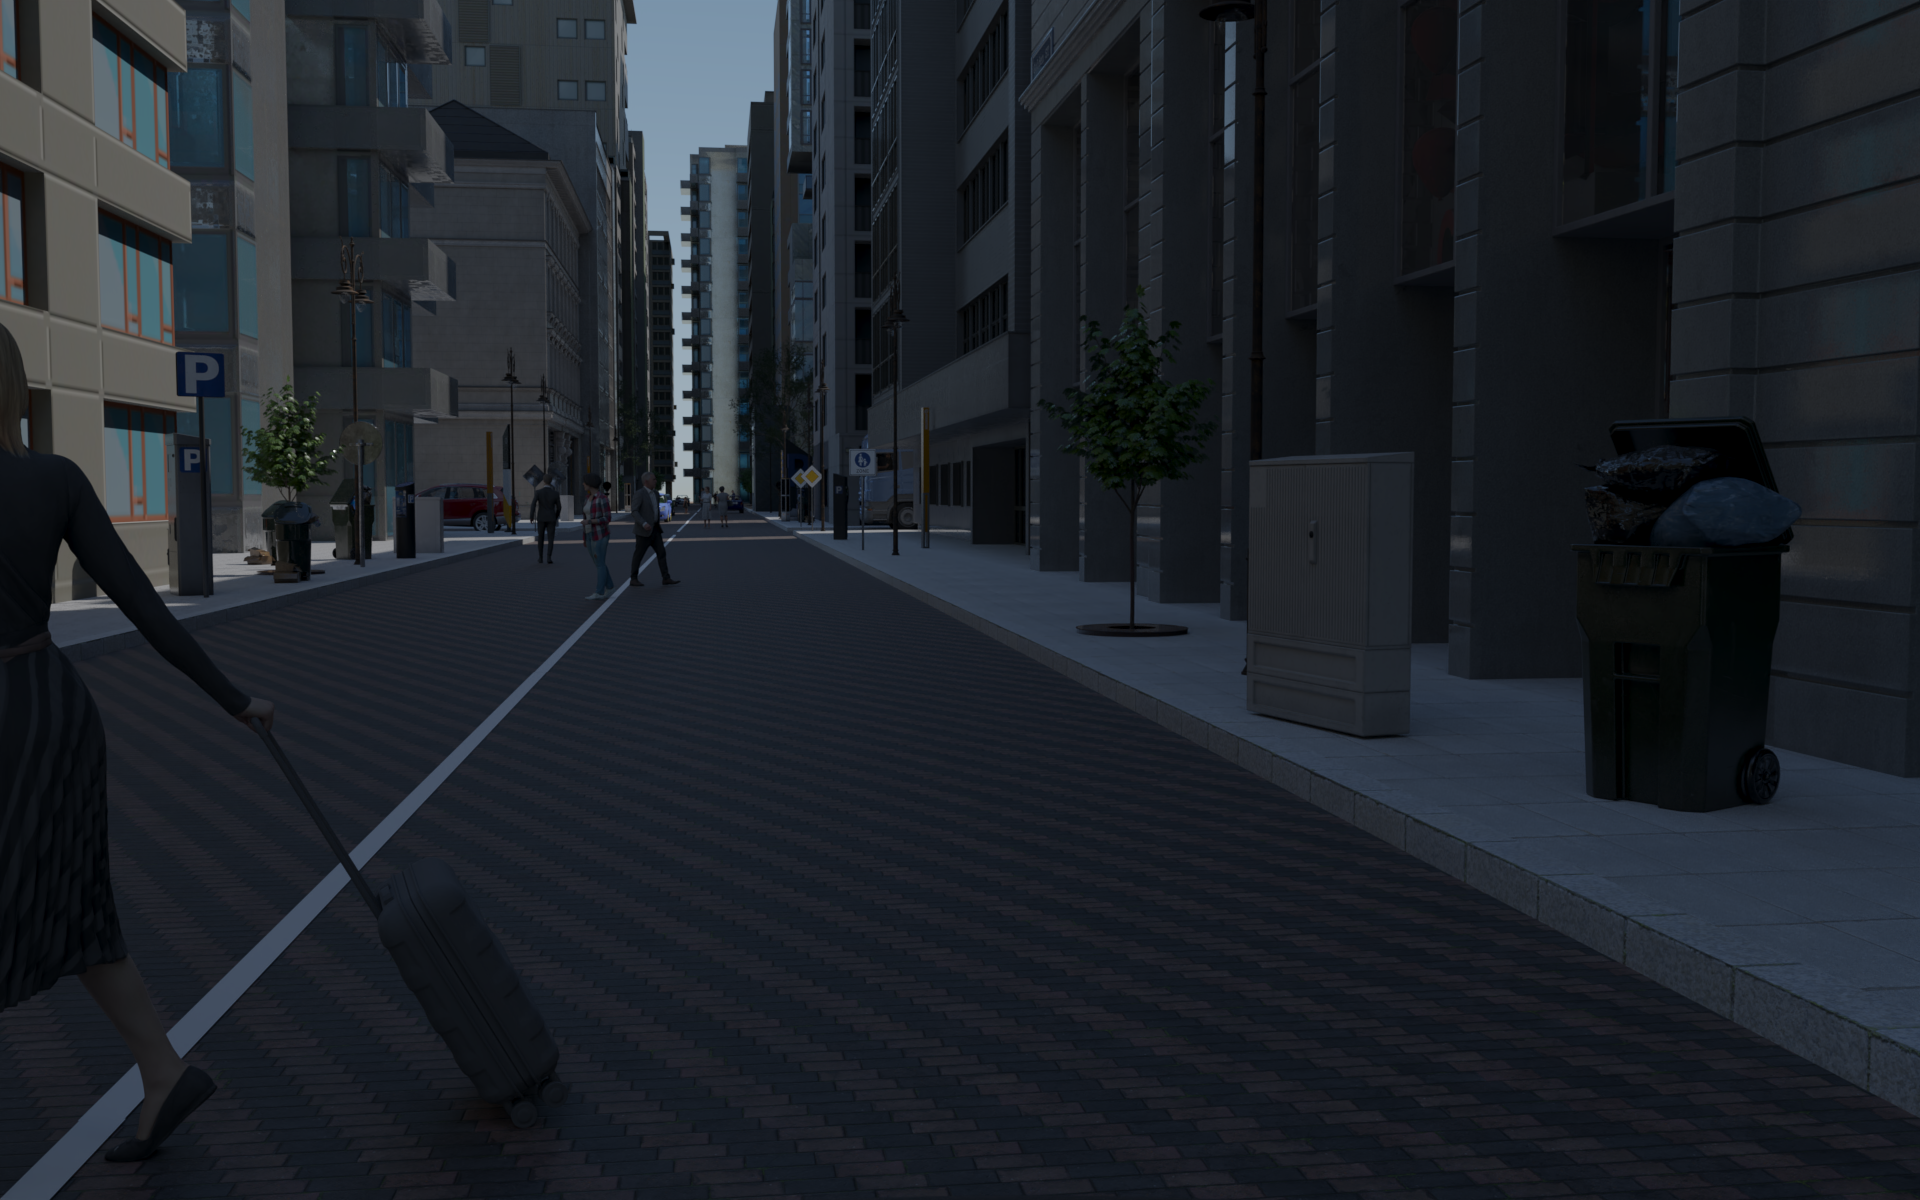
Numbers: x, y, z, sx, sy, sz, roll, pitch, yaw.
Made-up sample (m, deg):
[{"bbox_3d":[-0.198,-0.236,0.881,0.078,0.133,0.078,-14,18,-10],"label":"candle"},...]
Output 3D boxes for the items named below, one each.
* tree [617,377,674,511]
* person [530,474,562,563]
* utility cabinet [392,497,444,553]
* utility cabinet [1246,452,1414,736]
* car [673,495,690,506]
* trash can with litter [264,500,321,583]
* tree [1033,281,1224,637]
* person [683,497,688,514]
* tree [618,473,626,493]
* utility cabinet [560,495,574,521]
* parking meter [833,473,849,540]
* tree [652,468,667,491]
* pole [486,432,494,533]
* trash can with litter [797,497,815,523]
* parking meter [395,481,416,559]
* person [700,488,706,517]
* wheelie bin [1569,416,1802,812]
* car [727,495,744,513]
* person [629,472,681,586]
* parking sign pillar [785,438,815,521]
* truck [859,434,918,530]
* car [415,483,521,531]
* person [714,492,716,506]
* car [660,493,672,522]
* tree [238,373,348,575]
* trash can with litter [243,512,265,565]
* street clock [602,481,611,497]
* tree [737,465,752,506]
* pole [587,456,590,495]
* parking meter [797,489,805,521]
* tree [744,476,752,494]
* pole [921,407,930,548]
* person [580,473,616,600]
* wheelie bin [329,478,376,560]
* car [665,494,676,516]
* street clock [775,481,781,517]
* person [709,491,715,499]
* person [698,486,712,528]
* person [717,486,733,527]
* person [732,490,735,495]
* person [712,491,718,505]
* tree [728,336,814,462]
[{"bbox_3d":[-25.881,-12.042,131.300,8.767,10.594,7.601,0,4,-8],"label":"tree"},{"bbox_3d":[-8.584,-1.687,35.862,0.659,1.850,0.755,-1,4,-16],"label":"person"},{"bbox_3d":[-11.784,-1.623,37.690,1.020,1.237,0.306,0,4,-5],"label":"utility cabinet"},{"bbox_3d":[2.012,-0.055,9.571,0.318,1.500,1.173,-1,4,-21],"label":"utility cabinet"},{"bbox_3d":[-32.380,-11.574,201.813,1.945,1.354,3.894,0,4,-7],"label":"car"},{"bbox_3d":[-9.728,-0.853,25.339,0.624,1.170,1.055,-1,4,-14],"label":"trash can with litter"},{"bbox_3d":[1.624,-1.296,15.797,1.663,3.219,1.824,0,3,0],"label":"tree"},{"bbox_3d":[-20.068,-6.930,126.476,0.373,1.253,0.362,2,4,27],"label":"person"},{"bbox_3d":[-26.936,-8.680,136.524,1.663,3.219,1.824,0,3,0],"label":"tree"},{"bbox_3d":[-18.604,-4.333,82.005,0.306,1.237,1.020,-2,4,-34],"label":"utility cabinet"},{"bbox_3d":[-3.343,-2.624,48.617,0.399,1.863,0.255,1,4,15],"label":"parking meter"},{"bbox_3d":[-38.310,-14.285,217.273,4.285,4.588,4.351,0,3,0],"label":"tree"},{"bbox_3d":[-15.361,-3.839,56.613,0.158,3.312,0.155,0,3,0],"label":"pole"},{"bbox_3d":[-6.833,-4.035,77.362,0.624,1.170,1.055,-3,4,-38],"label":"trash can with litter"},{"bbox_3d":[-11.060,-1.598,34.543,0.372,1.533,0.369,0,3,0],"label":"parking meter"},{"bbox_3d":[-15.903,-6.087,107.866,0.795,1.843,0.661,1,4,21],"label":"person"},{"bbox_3d":[3.007,0.042,7.220,0.693,1.594,0.980,-3,4,-36],"label":"wheelie bin"},{"bbox_3d":[-17.158,-7.191,130.148,1.945,1.354,3.894,-1,4,-9],"label":"car"},{"bbox_3d":[-4.785,-1.106,26.975,0.834,1.777,0.661,1,4,21],"label":"person"},{"bbox_3d":[-7.745,-5.815,83.543,1.447,3.967,1.447,-1,4,-15],"label":"parking sign pillar"},{"bbox_3d":[4.876,-4.671,66.131,18.799,4.110,2.967,-1,4,-9],"label":"truck"},{"bbox_3d":[-18.589,-3.293,62.515,5.304,1.827,2.281,0,4,-7],"label":"car"},{"bbox_3d":[-29.775,-12.294,210.973,0.593,1.643,0.415,3,4,36],"label":"person"},{"bbox_3d":[-15.664,-4.819,88.386,1.945,1.707,3.694,0,4,-7],"label":"car"},{"bbox_3d":[-10.648,-2.032,27.818,1.663,3.219,1.824,0,3,0],"label":"tree"},{"bbox_3d":[-12.576,-1.243,31.708,0.624,1.170,1.055,1,4,17],"label":"trash can with litter"},{"bbox_3d":[-20.222,-5.791,99.248,0.471,2.002,0.358,-2,4,-24],"label":"street clock"},{"bbox_3d":[-23.078,-12.737,191.971,4.285,4.588,4.351,0,3,0],"label":"tree"},{"bbox_3d":[-20.090,-6.116,93.848,0.158,3.312,0.155,0,3,0],"label":"pole"},{"bbox_3d":[-7.497,-4.487,81.776,0.372,1.533,0.369,0,3,0],"label":"parking meter"},{"bbox_3d":[-22.126,-11.581,183.949,1.663,3.219,1.824,0,3,0],"label":"tree"},{"bbox_3d":[-0.818,-2.875,40.845,0.158,3.312,0.155,0,3,0],"label":"pole"},{"bbox_3d":[-4.904,-0.869,23.547,0.643,1.720,0.563,-3,4,-37],"label":"person"},{"bbox_3d":[-11.943,-1.601,34.078,0.980,1.594,0.693,3,4,38],"label":"wheelie bin"},{"bbox_3d":[-19.830,-6.287,114.588,2.131,1.459,4.920,0,4,-7],"label":"car"},{"bbox_3d":[-10.022,-5.624,96.517,0.471,2.002,0.358,0,4,8],"label":"street clock"},{"bbox_3d":[-23.478,-9.346,162.130,1.217,1.723,0.721,-1,4,-19],"label":"person"},{"bbox_3d":[-10.718,-3.907,72.943,0.480,1.755,0.524,1,4,17],"label":"person"},{"bbox_3d":[-10.160,-4.036,74.852,0.716,1.782,0.532,-1,4,-9],"label":"person"},{"bbox_3d":[-19.519,-8.516,148.178,0.568,1.767,0.683,0,4,7],"label":"person"},{"bbox_3d":[-24.849,-10.279,177.076,1.217,1.766,0.721,-1,4,-16],"label":"person"},{"bbox_3d":[-9.677,-10.215,101.433,8.767,10.594,7.601,0,4,4],"label":"tree"}]
